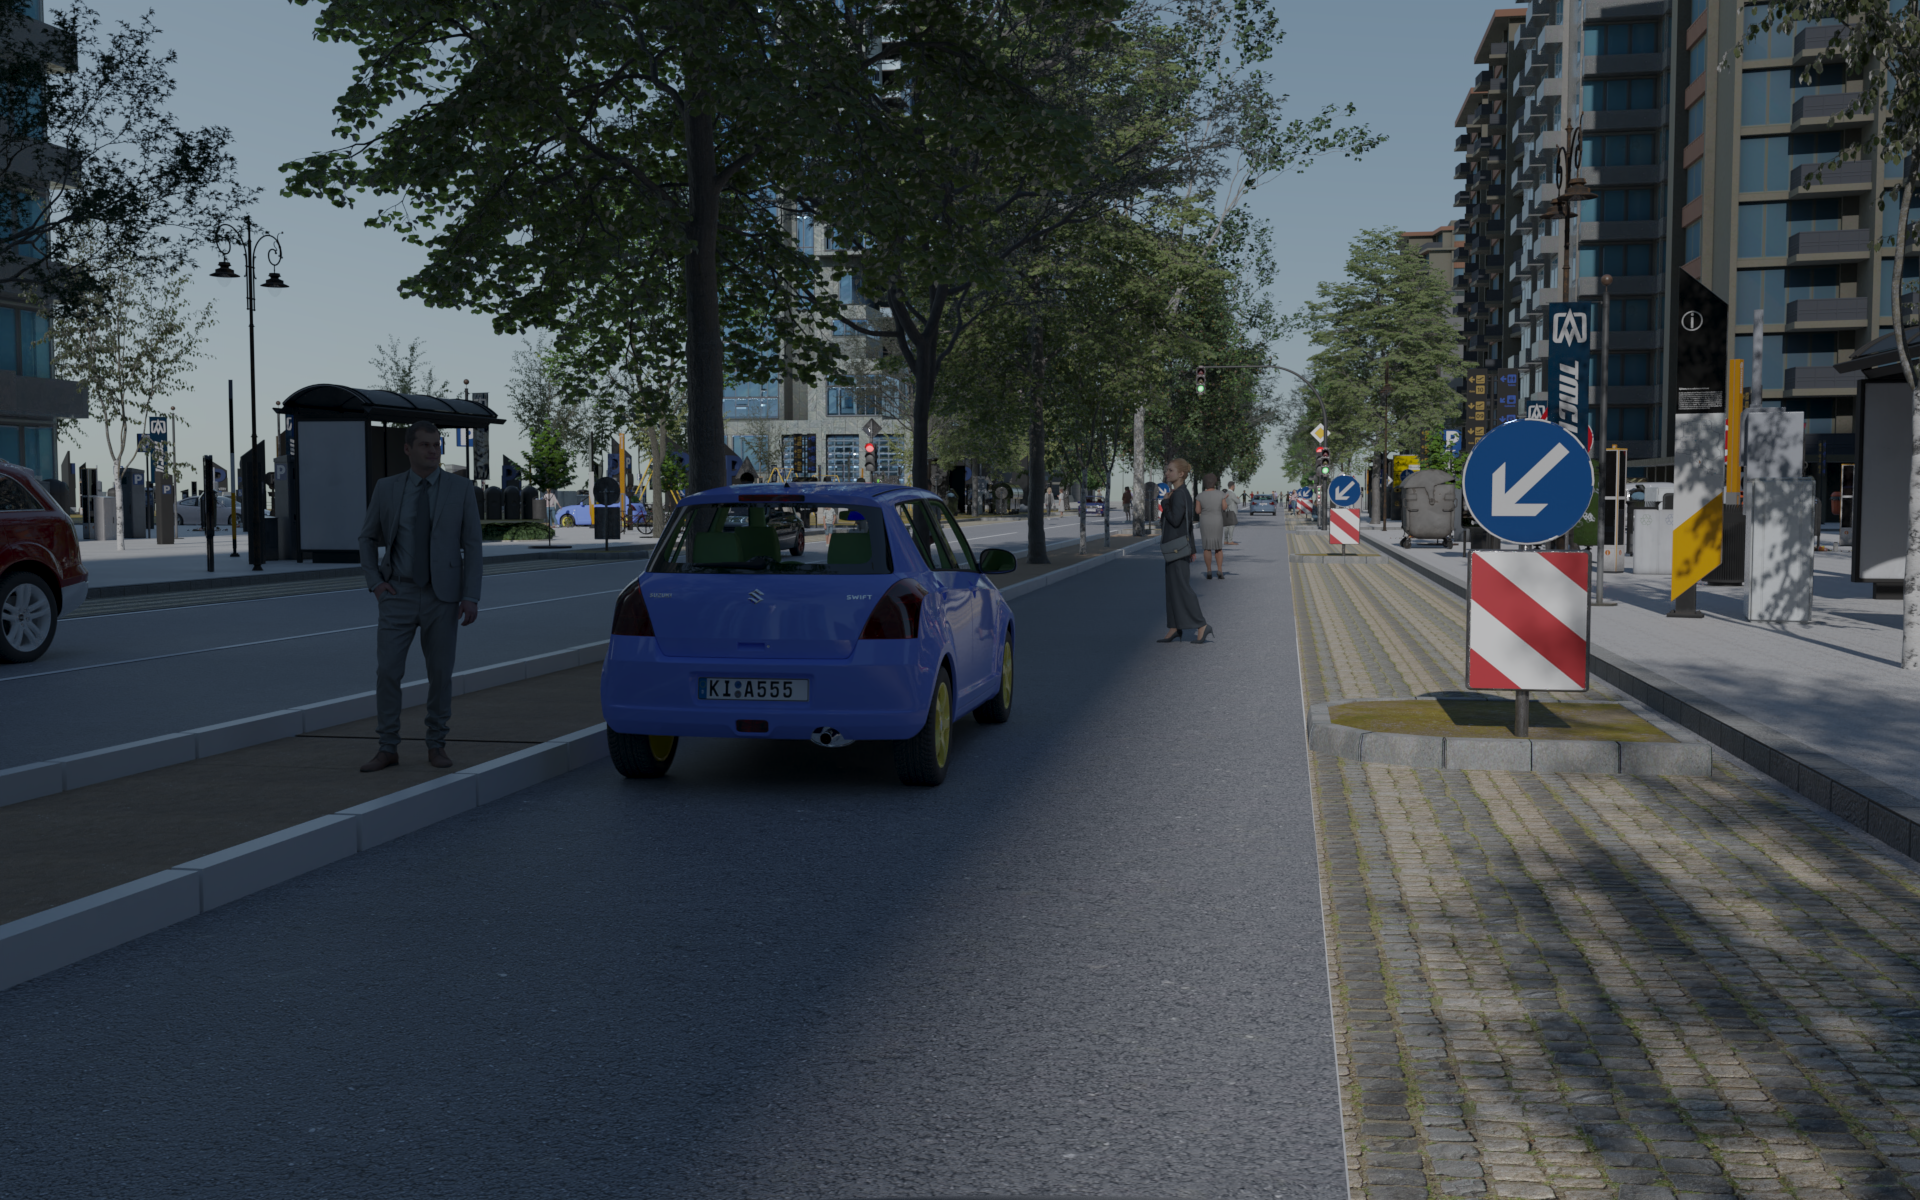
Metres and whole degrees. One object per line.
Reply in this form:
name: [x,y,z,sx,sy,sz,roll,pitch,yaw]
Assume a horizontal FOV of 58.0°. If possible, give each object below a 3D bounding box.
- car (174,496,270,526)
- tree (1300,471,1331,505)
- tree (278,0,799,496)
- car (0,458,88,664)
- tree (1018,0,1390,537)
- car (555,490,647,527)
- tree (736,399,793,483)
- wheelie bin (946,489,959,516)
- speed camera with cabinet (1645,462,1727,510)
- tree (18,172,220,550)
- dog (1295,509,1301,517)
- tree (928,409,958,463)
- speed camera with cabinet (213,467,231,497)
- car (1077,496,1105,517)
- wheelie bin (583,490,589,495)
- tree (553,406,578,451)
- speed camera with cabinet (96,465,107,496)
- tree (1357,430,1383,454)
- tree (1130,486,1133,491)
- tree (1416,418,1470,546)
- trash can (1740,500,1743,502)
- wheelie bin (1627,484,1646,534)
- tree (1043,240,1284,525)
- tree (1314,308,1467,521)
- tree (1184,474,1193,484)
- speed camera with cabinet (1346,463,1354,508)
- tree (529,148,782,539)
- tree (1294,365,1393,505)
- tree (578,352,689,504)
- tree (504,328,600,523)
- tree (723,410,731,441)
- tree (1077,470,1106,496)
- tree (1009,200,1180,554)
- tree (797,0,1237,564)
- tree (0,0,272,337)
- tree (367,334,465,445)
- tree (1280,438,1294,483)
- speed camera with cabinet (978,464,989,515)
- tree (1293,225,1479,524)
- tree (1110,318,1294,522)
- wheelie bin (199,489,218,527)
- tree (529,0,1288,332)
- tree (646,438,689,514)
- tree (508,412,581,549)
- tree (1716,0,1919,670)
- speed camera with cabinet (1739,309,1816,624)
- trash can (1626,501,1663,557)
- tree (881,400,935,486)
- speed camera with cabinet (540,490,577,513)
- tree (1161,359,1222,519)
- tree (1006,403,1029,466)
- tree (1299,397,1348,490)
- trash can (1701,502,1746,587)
car: [-31.465,-3.728,73.314,4.827,1.381,2.083,1,4,10]
tree: [54.304,-17.454,269.078,4.285,4.588,4.351,0,3,0]
tree: [-2.196,-5.745,14.516,7.486,12.596,7.792,0,3,0]
car: [-9.177,-0.288,13.388,2.281,1.827,5.304,1,4,11]
tree: [7.024,-12.110,56.351,12.611,20.169,13.585,0,3,0]
car: [-14.765,-3.761,71.080,3.694,1.707,1.945,1,4,9]
tree: [-15.274,-11.304,135.176,4.360,8.622,3.978,0,3,0]
wheelie bin: [-0.467,-5.687,100.890,0.693,1.594,0.980,-1,4,-11]
speed camera with cabinet: [17.484,-2.884,41.482,2.038,3.252,0.660,-1,4,-10]
tree: [-19.054,-5.431,39.161,4.360,8.622,3.978,0,3,0]
dog: [20.744,-5.319,106.247,0.540,0.507,0.406,2,4,30]
tree: [-1.494,-11.740,142.318,4.360,8.622,3.978,0,3,0]
speed camera with cabinet: [-55.350,-8.263,129.430,0.660,3.252,2.038,1,4,20]
car: [8.452,-5.937,109.651,1.945,1.354,3.894,1,4,9]
wheelie bin: [-31.167,-8.393,145.134,0.980,1.594,0.693,-2,4,-23]
tree: [-20.799,-9.095,99.061,4.737,8.622,4.395,0,3,0]
speed camera with cabinet: [-58.834,-7.624,118.988,0.660,3.252,2.038,1,4,22]
tree: [32.086,-14.808,152.480,12.009,13.543,11.850,0,3,0]
tree: [21.238,-12.988,206.954,1.663,3.219,1.824,0,3,0]
tree: [11.891,-2.977,43.269,1.663,3.219,1.824,0,3,0]
trash can: [19.904,-2.030,44.842,0.748,1.137,0.748,0,3,0]
wheelie bin: [21.874,-2.927,55.764,0.693,1.594,0.980,0,4,1]
tree: [9.040,-9.522,75.147,9.611,12.733,9.660,0,3,0]
tree: [20.489,-9.057,82.496,7.601,10.594,8.767,0,3,0]
tree: [39.384,-22.474,301.858,7.601,10.594,8.767,0,4,-8]
speed camera with cabinet: [24.627,-7.063,109.818,0.660,3.252,2.038,1,4,18]
tree: [-8.830,-7.621,50.362,9.928,11.665,9.643,0,3,0]
tree: [29.570,-12.654,132.646,9.928,11.665,9.643,0,3,0]
tree: [-15.984,-8.413,87.912,4.737,8.622,4.395,0,3,0]
tree: [-18.392,-7.783,77.620,4.360,8.622,3.978,0,3,0]
tree: [-15.486,-9.090,98.984,4.737,8.622,4.395,0,3,0]
tree: [12.131,-10.703,158.705,4.285,4.588,4.351,0,3,0]
tree: [2.904,-5.383,40.830,4.737,8.622,4.395,0,3,0]
tree: [1.604,-6.976,34.646,7.486,12.596,7.792,0,3,0]
tree: [-13.504,-5.390,22.541,8.767,10.594,7.601,-2,4,-33]
tree: [-25.269,-7.932,80.049,4.737,8.622,4.395,0,3,0]
tree: [57.336,-22.707,289.393,7.486,12.596,7.792,0,3,0]
speed camera with cabinet: [1.331,-6.990,108.623,0.660,3.252,2.038,1,4,13]
tree: [18.163,-9.509,73.594,7.486,12.596,7.792,0,3,0]
tree: [12.192,-9.883,89.798,9.928,11.665,9.643,0,3,0]
wheelie bin: [-29.148,-3.627,67.205,0.693,1.594,0.980,-2,4,-26]
tree: [-0.571,-6.862,25.023,12.009,13.543,11.850,0,3,0]
tree: [-9.904,-3.912,58.562,1.663,3.219,1.824,0,3,0]
tree: [-9.841,-2.832,40.901,1.663,3.219,1.824,0,3,0]
tree: [7.217,-3.792,12.357,4.360,8.622,3.978,0,3,0]
speed camera with cabinet: [8.489,-1.446,17.973,0.660,3.252,2.038,1,4,22]
trash can: [13.958,-1.454,35.427,0.748,1.137,0.748,0,3,0]
tree: [-3.609,-11.071,131.372,4.737,8.622,4.395,0,3,0]
speed camera with cabinet: [-20.102,-5.651,86.725,0.660,3.252,2.038,2,4,30]
tree: [10.641,-7.911,82.168,4.360,8.622,3.978,0,3,0]
tree: [8.429,-13.539,138.362,9.611,12.733,9.660,0,3,0]
tree: [26.803,-10.749,126.103,4.360,8.622,3.978,0,3,0]
trash can: [10.691,-0.766,24.178,0.748,1.137,0.748,0,3,0]
